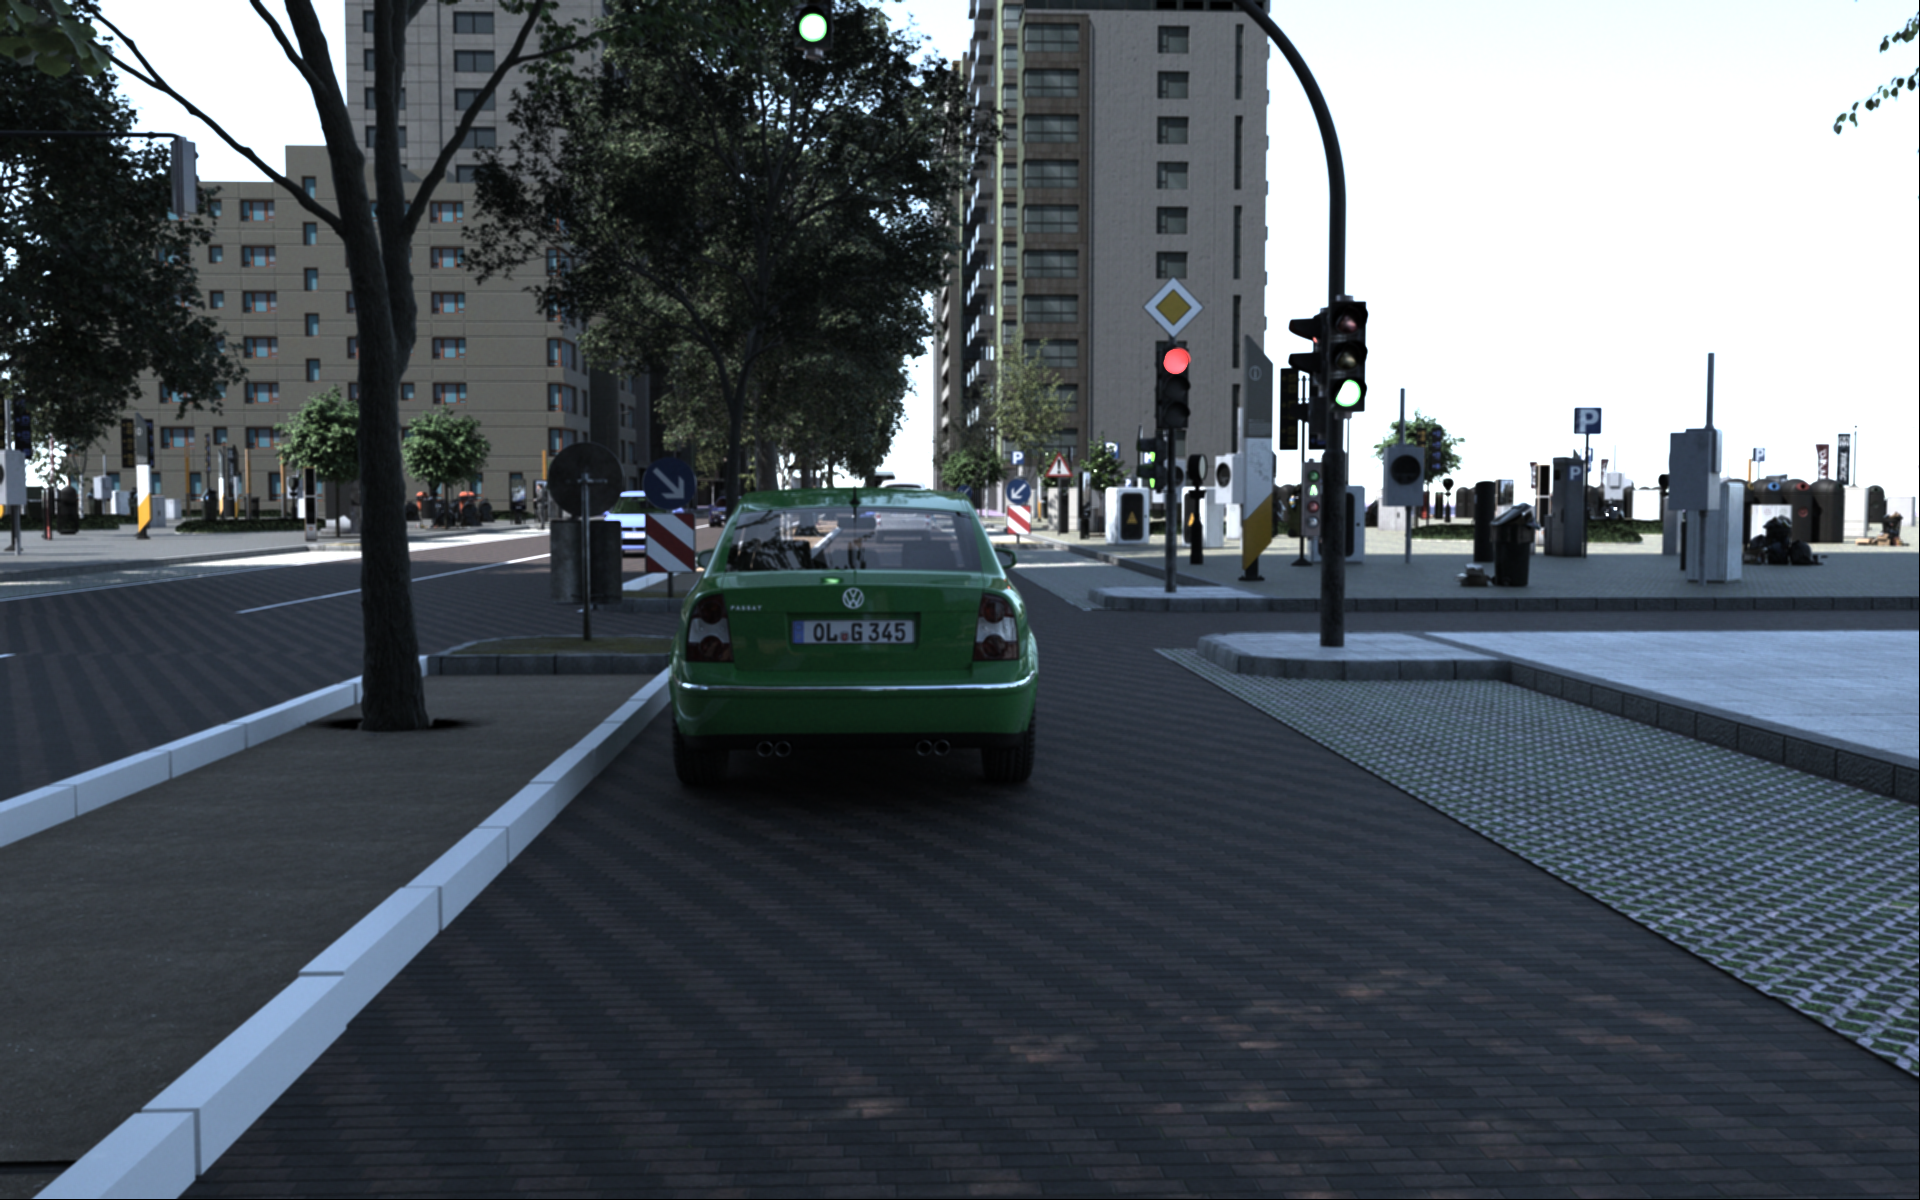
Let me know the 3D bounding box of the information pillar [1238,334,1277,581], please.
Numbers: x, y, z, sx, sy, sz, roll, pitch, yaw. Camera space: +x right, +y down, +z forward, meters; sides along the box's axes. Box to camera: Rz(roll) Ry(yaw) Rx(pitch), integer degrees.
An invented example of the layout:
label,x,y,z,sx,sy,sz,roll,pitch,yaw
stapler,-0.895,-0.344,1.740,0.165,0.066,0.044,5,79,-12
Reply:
label,x,y,z,sx,sy,sz,roll,pitch,yaw
information pillar,4.398,-2.096,25.622,0.504,3.616,0.183,-2,4,-27

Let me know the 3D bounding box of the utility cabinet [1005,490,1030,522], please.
label,x,y,z,sx,sy,sz,roll,pitch,yaw
utility cabinet,2.534,-4.282,78.695,0.318,1.500,1.173,-3,5,-39

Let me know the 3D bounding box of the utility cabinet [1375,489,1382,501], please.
label,x,y,z,sx,sy,sz,roll,pitch,yaw
utility cabinet,18.140,-3.939,73.085,1.173,1.500,0.318,3,5,39

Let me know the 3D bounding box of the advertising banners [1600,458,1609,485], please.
label,x,y,z,sx,sy,sz,roll,pitch,yaw
advertising banners,30.966,-5.427,84.922,2.074,3.025,0.090,-1,4,-19

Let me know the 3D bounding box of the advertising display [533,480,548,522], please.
label,x,y,z,sx,sy,sz,roll,pitch,yaw
advertising display,-19.031,-4.490,78.619,0.123,1.923,0.974,1,4,20

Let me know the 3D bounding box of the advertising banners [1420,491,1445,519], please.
label,x,y,z,sx,sy,sz,roll,pitch,yaw
advertising banners,23.714,-5.622,88.114,2.074,3.025,0.090,-1,4,-10

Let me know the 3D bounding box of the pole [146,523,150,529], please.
label,x,y,z,sx,sy,sz,roll,pitch,yaw
pole,-30.085,-4.288,63.959,0.158,3.312,0.155,0,3,0

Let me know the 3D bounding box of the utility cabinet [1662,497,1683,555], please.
label,x,y,z,sx,sy,sz,roll,pitch,yaw
utility cabinet,15.262,-1.583,37.045,0.306,1.237,1.020,2,4,29

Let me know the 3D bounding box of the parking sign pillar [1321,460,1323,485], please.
label,x,y,z,sx,sy,sz,roll,pitch,yaw
parking sign pillar,20.387,-6.546,95.496,1.447,3.967,1.447,-2,4,-24

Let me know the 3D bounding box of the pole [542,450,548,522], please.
label,x,y,z,sx,sy,sz,roll,pitch,yaw
pole,-19.346,-5.316,80.755,0.158,3.312,0.155,0,3,0

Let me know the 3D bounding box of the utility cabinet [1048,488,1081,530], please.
label,x,y,z,sx,sy,sz,roll,pitch,yaw
utility cabinet,3.663,-3.177,60.624,1.173,1.500,0.318,2,4,31

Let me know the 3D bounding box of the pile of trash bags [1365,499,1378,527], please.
label,x,y,z,sx,sy,sz,roll,pitch,yaw
pile of trash bags,15.855,-3.597,68.570,1.912,1.369,3.447,0,4,7

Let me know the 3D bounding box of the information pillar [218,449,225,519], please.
label,x,y,z,sx,sy,sz,roll,pitch,yaw
information pillar,-38.316,-6.026,89.878,0.183,3.616,0.504,-3,5,-44

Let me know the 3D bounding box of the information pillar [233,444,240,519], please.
label,x,y,z,sx,sy,sz,roll,pitch,yaw
information pillar,-34.170,-5.531,81.781,0.183,3.616,0.504,0,4,-5

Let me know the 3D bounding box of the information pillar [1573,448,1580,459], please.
label,x,y,z,sx,sy,sz,roll,pitch,yaw
information pillar,31.349,-5.923,88.195,0.504,3.616,0.183,-2,4,-34

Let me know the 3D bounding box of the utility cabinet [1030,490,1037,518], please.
label,x,y,z,sx,sy,sz,roll,pitch,yaw
utility cabinet,3.528,-5.100,92.061,1.173,1.500,0.318,3,4,37

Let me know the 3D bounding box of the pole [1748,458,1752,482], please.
label,x,y,z,sx,sy,sz,roll,pitch,yaw
pole,44.741,-6.381,98.166,0.158,3.312,0.155,0,3,0

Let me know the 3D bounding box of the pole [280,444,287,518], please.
label,x,y,z,sx,sy,sz,roll,pitch,yaw
pole,-27.621,-4.702,70.725,0.158,3.312,0.155,0,3,0

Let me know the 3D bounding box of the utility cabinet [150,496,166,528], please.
label,x,y,z,sx,sy,sz,roll,pitch,yaw
utility cabinet,-30.794,-3.357,66.045,0.306,1.237,1.020,2,4,24

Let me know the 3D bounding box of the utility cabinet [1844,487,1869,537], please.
label,x,y,z,sx,sy,sz,roll,pitch,yaw
utility cabinet,26.123,-2.596,51.121,1.173,1.500,0.318,3,5,43

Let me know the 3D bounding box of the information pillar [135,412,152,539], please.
label,x,y,z,sx,sy,sz,roll,pitch,yaw
information pillar,-23.269,-3.548,49.364,0.504,3.616,0.183,2,4,26

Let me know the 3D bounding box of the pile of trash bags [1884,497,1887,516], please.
label,x,y,z,sx,sy,sz,roll,pitch,yaw
pile of trash bags,43.849,-4.490,83.166,1.912,1.369,3.447,2,4,32

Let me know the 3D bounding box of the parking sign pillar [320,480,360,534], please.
label,x,y,z,sx,sy,sz,roll,pitch,yaw
parking sign pillar,-19.869,-4.116,55.771,1.447,3.967,1.447,2,4,32

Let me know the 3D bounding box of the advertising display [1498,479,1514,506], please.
label,x,y,z,sx,sy,sz,roll,pitch,yaw
advertising display,23.078,-4.160,73.229,0.974,1.923,0.123,-3,4,-37

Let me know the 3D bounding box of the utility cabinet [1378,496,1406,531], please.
label,x,y,z,sx,sy,sz,roll,pitch,yaw
utility cabinet,15.153,-3.021,60.555,1.020,1.237,0.306,1,4,23

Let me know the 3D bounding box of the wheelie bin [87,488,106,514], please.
label,x,y,z,sx,sy,sz,roll,pitch,yaw
wheelie bin,-45.118,-5.050,90.471,0.693,1.594,0.980,2,4,32

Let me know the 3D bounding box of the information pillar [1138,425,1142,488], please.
label,x,y,z,sx,sy,sz,roll,pitch,yaw
information pillar,6.045,-4.091,58.247,0.183,3.616,0.504,1,4,11

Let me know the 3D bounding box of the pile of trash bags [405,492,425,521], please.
label,x,y,z,sx,sy,sz,roll,pitch,yaw
pile of trash bags,-26.536,-4.452,82.549,1.912,1.369,3.447,1,4,20

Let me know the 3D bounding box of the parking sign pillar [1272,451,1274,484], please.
label,x,y,z,sx,sy,sz,roll,pitch,yaw
parking sign pillar,13.583,-5.479,78.046,1.447,3.967,1.447,-2,4,-29

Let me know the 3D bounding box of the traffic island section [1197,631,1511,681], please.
label,x,y,z,sx,sy,sz,roll,pitch,yaw
traffic island section,3.159,0.466,14.664,2.009,0.180,2.903,0,4,-3

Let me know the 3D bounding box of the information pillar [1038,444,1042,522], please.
label,x,y,z,sx,sy,sz,roll,pitch,yaw
information pillar,3.715,-5.485,81.031,0.183,3.616,0.504,0,4,-4

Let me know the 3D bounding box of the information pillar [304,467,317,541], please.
label,x,y,z,sx,sy,sz,roll,pitch,yaw
information pillar,-17.707,-2.613,47.212,0.304,2.012,0.304,-1,4,-21

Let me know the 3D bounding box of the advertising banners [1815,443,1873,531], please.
label,x,y,z,sx,sy,sz,roll,pitch,yaw
advertising banners,30.563,-3.900,59.954,2.074,3.025,0.090,0,4,-2

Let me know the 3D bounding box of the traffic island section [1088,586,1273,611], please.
label,x,y,z,sx,sy,sz,roll,pitch,yaw
traffic island section,2.776,-0.022,22.640,2.009,0.180,2.903,0,4,-3

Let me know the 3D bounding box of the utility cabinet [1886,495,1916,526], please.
label,x,y,z,sx,sy,sz,roll,pitch,yaw
utility cabinet,37.592,-3.548,69.173,0.306,1.237,1.020,-2,4,-35

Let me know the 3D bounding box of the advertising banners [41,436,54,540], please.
label,x,y,z,sx,sy,sz,roll,pitch,yaw
advertising banners,-25.539,-3.198,48.480,0.090,3.025,2.074,-3,4,-36

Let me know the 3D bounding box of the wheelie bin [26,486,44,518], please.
label,x,y,z,sx,sy,sz,roll,pitch,yaw
wheelie bin,-36.581,-3.702,68.437,0.980,1.594,0.693,-2,4,-29

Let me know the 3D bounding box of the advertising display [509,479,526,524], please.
label,x,y,z,sx,sy,sz,roll,pitch,yaw
advertising display,-18.745,-4.171,73.414,0.123,1.923,0.974,2,4,24

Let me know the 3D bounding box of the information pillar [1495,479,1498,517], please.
label,x,y,z,sx,sy,sz,roll,pitch,yaw
information pillar,26.046,-4.849,83.767,0.304,2.012,0.304,0,4,-1

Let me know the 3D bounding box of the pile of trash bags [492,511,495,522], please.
label,x,y,z,sx,sy,sz,roll,pitch,yaw
pile of trash bags,-22.403,-4.262,79.441,1.912,1.369,3.447,-1,4,-18

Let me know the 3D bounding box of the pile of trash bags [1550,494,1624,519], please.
label,x,y,z,sx,sy,sz,roll,pitch,yaw
pile of trash bags,22.195,-3.202,62.102,1.912,1.369,3.447,-3,5,-40

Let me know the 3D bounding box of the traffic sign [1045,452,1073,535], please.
label,x,y,z,sx,sy,sz,roll,pitch,yaw
traffic sign,3.070,-3.285,53.719,0.884,2.594,0.081,0,4,0

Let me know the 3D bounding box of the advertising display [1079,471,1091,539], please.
label,x,y,z,sx,sy,sz,roll,pitch,yaw
advertising display,3.554,-2.696,49.292,0.123,1.923,0.974,1,4,18

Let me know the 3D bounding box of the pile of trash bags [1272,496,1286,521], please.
label,x,y,z,sx,sy,sz,roll,pitch,yaw
pile of trash bags,11.338,-3.195,61.992,3.447,1.369,1.912,2,4,28

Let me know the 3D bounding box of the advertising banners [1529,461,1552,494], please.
label,x,y,z,sx,sy,sz,roll,pitch,yaw
advertising banners,31.418,-5.915,92.902,2.074,3.025,0.090,-1,4,-13

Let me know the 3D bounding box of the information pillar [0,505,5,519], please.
label,x,y,z,sx,sy,sz,roll,pitch,yaw
information pillar,-38.396,-4.770,69.348,0.183,3.616,0.504,-3,5,-44

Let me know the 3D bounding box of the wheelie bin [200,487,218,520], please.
label,x,y,z,sx,sy,sz,roll,pitch,yaw
wheelie bin,-34.533,-4.390,79.692,0.693,1.594,0.980,-3,4,-37

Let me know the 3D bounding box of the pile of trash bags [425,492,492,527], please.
label,x,y,z,sx,sy,sz,roll,pitch,yaw
pile of trash bags,-20.011,-3.637,69.215,1.912,1.369,3.447,-1,4,-8

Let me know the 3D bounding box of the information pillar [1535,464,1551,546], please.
label,x,y,z,sx,sy,sz,roll,pitch,yaw
information pillar,14.334,-2.332,42.622,0.304,2.012,0.304,0,4,3

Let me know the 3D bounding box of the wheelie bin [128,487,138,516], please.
label,x,y,z,sx,sy,sz,roll,pitch,yaw
wheelie bin,-38.728,-4.508,81.608,0.980,1.594,0.693,2,4,25

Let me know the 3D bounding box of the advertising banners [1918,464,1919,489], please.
label,x,y,z,sx,sy,sz,roll,pitch,yaw
advertising banners,56.029,-6.337,99.800,0.090,3.025,2.074,-1,4,-18

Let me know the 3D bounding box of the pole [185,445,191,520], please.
label,x,y,z,sx,sy,sz,roll,pitch,yaw
pole,-31.991,-4.765,71.749,0.158,3.312,0.155,0,3,0

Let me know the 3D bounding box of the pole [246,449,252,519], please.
label,x,y,z,sx,sy,sz,roll,pitch,yaw
pole,-32.087,-5.155,78.125,0.158,3.312,0.155,0,3,0
